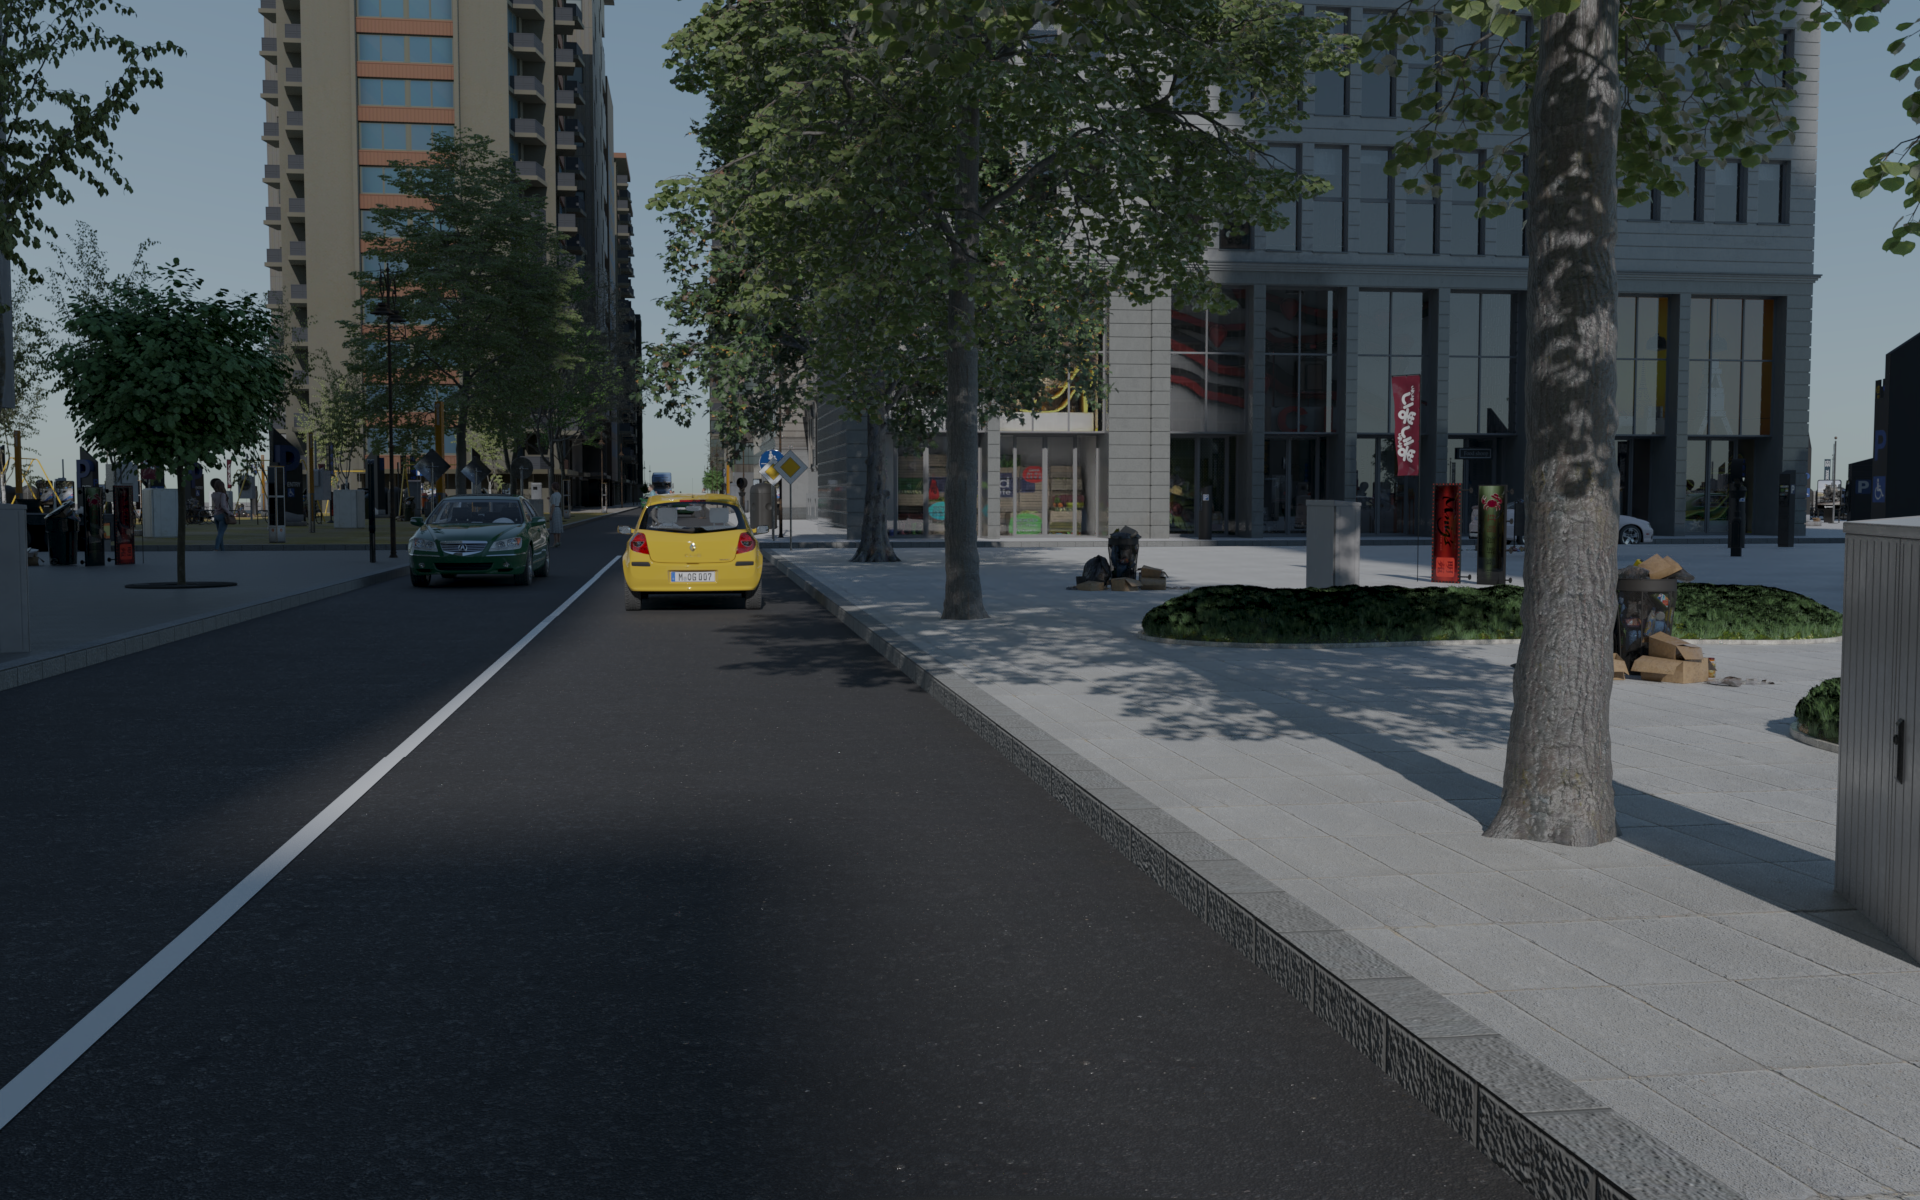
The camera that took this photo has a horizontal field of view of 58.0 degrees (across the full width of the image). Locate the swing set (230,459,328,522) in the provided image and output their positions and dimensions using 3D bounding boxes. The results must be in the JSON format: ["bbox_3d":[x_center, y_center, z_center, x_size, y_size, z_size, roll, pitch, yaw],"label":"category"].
[{"bbox_3d":[-31.084,-4.957,78.666,3.119,2.851,2.862,1,4,20],"label":"swing set"}]

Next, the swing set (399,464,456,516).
[{"bbox_3d":[-27.704,-5.687,90.606,3.119,2.851,2.862,0,4,-4],"label":"swing set"}]

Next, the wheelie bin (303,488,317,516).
[{"bbox_3d":[-35.667,-5.328,95.016,0.693,1.594,0.980,1,4,18],"label":"wheelie bin"}]

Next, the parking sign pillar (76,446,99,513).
[{"bbox_3d":[-48.886,-6.641,97.058,1.447,3.967,1.447,2,4,24],"label":"parking sign pillar"}]

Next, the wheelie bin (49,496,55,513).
[{"bbox_3d":[-47.217,-4.983,89.373,0.693,1.594,0.980,0,4,0],"label":"wheelie bin"}]

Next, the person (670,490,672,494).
[{"bbox_3d":[-24.405,-8.391,146.217,0.617,1.759,0.750,0,4,-6],"label":"person"}]

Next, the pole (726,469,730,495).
[{"bbox_3d":[-14.985,-7.219,111.873,0.158,3.312,0.155,0,3,0],"label":"pole"}]

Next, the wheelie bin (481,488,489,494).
[{"bbox_3d":[-24.358,-4.936,88.610,0.693,1.594,0.980,0,4,-8],"label":"wheelie bin"}]

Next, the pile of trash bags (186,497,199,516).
[{"bbox_3d":[-42.955,-5.161,94.130,3.447,1.369,1.912,0,4,8],"label":"pile of trash bags"}]

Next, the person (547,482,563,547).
[{"bbox_3d":[-10.945,-2.294,46.573,0.524,1.755,0.480,1,4,12],"label":"person"}]

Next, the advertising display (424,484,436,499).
[{"bbox_3d":[-35.393,-6.747,115.533,0.974,1.923,0.123,0,4,1],"label":"advertising display"}]

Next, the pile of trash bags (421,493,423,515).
[{"bbox_3d":[-33.379,-5.987,107.644,1.912,1.369,3.447,-1,4,-22],"label":"pile of trash bags"}]

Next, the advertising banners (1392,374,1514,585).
[{"bbox_3d":[7.023,-1.754,24.860,0.090,3.025,2.074,-3,4,-39],"label":"advertising banners"}]

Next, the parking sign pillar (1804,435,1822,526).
[{"bbox_3d":[33.825,-4.955,69.478,1.447,3.967,1.447,1,4,19],"label":"parking sign pillar"}]

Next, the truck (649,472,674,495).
[{"bbox_3d":[-37.784,-14.118,220.588,2.967,4.110,18.799,-1,4,-8],"label":"truck"}]

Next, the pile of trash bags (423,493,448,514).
[{"bbox_3d":[-28.930,-5.523,100.061,1.912,1.369,3.447,1,4,22],"label":"pile of trash bags"}]

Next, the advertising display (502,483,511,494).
[{"bbox_3d":[-27.249,-6.074,104.528,0.974,1.923,0.123,2,4,30],"label":"advertising display"}]

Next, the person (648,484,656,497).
[{"bbox_3d":[-12.174,-3.704,69.086,0.620,1.820,0.660,0,4,-7],"label":"person"}]

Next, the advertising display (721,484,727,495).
[{"bbox_3d":[-16.160,-6.995,119.585,0.123,1.923,0.974,-1,4,-21],"label":"advertising display"}]

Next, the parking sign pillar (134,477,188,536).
[{"bbox_3d":[-24.745,-3.965,53.299,1.447,3.967,1.447,-2,4,-28],"label":"parking sign pillar"}]

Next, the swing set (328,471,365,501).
[{"bbox_3d":[-40.488,-7.254,116.226,3.119,2.851,2.862,0,4,7],"label":"swing set"}]

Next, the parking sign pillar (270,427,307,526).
[{"bbox_3d":[-26.873,-4.933,69.127,1.447,3.967,1.447,2,4,24],"label":"parking sign pillar"}]

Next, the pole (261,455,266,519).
[{"bbox_3d":[-36.357,-5.904,90.370,0.158,3.312,0.155,0,3,0],"label":"pole"}]

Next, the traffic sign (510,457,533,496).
[{"bbox_3d":[-15.051,-3.635,59.534,0.768,2.556,0.104,0,4,-8],"label":"traffic sign"}]

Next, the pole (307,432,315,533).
[{"bbox_3d":[-21.506,-3.886,57.374,0.158,3.312,0.155,0,3,0],"label":"pole"}]

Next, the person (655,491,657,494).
[{"bbox_3d":[-30.304,-9.972,172.479,0.756,1.711,0.436,2,4,25],"label":"person"}]

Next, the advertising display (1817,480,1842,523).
[{"bbox_3d":[38.821,-4.414,77.376,0.974,1.923,0.123,2,4,34],"label":"advertising display"}]

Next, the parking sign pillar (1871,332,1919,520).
[{"bbox_3d":[12.673,-2.087,22.598,1.447,3.967,1.447,0,4,3],"label":"parking sign pillar"}]

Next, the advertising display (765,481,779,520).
[{"bbox_3d":[-9.279,-4.896,85.267,0.974,1.923,0.123,-3,4,-37],"label":"advertising display"}]

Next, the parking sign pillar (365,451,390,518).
[{"bbox_3d":[-31.103,-6.337,92.090,1.447,3.967,1.447,3,5,43],"label":"parking sign pillar"}]

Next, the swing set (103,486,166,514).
[{"bbox_3d":[-48.824,-6.431,102.770,2.862,2.851,3.119,1,4,22],"label":"swing set"}]

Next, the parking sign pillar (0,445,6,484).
[{"bbox_3d":[-52.315,-6.445,93.849,1.447,3.967,1.447,0,4,8],"label":"parking sign pillar"}]

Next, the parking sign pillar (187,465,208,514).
[{"bbox_3d":[-47.162,-7.231,106.700,1.447,3.967,1.447,1,4,13],"label":"parking sign pillar"}]

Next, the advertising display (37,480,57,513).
[{"bbox_3d":[-42.700,-4.627,80.866,0.123,1.923,0.974,1,4,9],"label":"advertising display"}]

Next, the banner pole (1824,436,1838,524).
[{"bbox_3d":[38.084,-5.228,75.493,0.401,3.779,0.863,1,4,19],"label":"banner pole"}]

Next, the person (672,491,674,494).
[{"bbox_3d":[-30.097,-10.623,182.634,0.568,1.767,0.683,1,4,17],"label":"person"}]

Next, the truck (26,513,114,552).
[{"bbox_3d":[-29.603,-3.068,39.924,18.799,4.110,2.967,-1,4,-10],"label":"truck"}]

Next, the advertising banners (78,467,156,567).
[{"bbox_3d":[-15.239,-2.158,31.471,0.090,3.025,2.074,1,4,14],"label":"advertising banners"}]

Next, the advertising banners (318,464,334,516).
[{"bbox_3d":[-36.382,-6.384,100.560,0.090,3.025,2.074,2,4,33],"label":"advertising banners"}]

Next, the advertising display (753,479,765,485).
[{"bbox_3d":[-8.433,-4.093,72.129,0.123,1.923,0.974,-1,4,-23],"label":"advertising display"}]

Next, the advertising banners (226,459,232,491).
[{"bbox_3d":[-36.633,-5.490,85.952,0.090,3.025,2.074,0,4,7],"label":"advertising banners"}]

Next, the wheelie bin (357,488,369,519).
[{"bbox_3d":[-30.553,-4.953,88.890,0.980,1.594,0.693,0,4,-6],"label":"wheelie bin"}]

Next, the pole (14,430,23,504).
[{"bbox_3d":[-30.048,-3.758,55.294,0.158,3.312,0.155,0,3,0],"label":"pole"}]

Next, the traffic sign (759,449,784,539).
[{"bbox_3d":[-5.354,-3.025,49.557,0.768,2.556,0.104,0,4,-1],"label":"traffic sign"}]

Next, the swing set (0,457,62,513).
[{"bbox_3d":[-40.367,-4.712,74.668,2.862,2.851,3.119,-1,4,-10],"label":"swing set"}]

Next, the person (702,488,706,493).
[{"bbox_3d":[-14.974,-5.632,100.770,0.473,1.802,0.592,2,4,34],"label":"person"}]

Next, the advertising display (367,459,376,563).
[{"bbox_3d":[-11.087,-1.678,32.648,0.123,1.923,0.974,-1,4,-19],"label":"advertising display"}]

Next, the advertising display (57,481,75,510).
[{"bbox_3d":[-42.940,-4.767,83.147,0.974,1.923,0.123,1,4,13],"label":"advertising display"}]

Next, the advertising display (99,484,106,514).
[{"bbox_3d":[-55.722,-6.553,112.352,0.123,1.923,0.974,1,4,9],"label":"advertising display"}]

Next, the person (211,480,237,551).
[{"bbox_3d":[-16.936,-1.868,39.636,0.593,1.750,0.643,2,4,29],"label":"person"}]
